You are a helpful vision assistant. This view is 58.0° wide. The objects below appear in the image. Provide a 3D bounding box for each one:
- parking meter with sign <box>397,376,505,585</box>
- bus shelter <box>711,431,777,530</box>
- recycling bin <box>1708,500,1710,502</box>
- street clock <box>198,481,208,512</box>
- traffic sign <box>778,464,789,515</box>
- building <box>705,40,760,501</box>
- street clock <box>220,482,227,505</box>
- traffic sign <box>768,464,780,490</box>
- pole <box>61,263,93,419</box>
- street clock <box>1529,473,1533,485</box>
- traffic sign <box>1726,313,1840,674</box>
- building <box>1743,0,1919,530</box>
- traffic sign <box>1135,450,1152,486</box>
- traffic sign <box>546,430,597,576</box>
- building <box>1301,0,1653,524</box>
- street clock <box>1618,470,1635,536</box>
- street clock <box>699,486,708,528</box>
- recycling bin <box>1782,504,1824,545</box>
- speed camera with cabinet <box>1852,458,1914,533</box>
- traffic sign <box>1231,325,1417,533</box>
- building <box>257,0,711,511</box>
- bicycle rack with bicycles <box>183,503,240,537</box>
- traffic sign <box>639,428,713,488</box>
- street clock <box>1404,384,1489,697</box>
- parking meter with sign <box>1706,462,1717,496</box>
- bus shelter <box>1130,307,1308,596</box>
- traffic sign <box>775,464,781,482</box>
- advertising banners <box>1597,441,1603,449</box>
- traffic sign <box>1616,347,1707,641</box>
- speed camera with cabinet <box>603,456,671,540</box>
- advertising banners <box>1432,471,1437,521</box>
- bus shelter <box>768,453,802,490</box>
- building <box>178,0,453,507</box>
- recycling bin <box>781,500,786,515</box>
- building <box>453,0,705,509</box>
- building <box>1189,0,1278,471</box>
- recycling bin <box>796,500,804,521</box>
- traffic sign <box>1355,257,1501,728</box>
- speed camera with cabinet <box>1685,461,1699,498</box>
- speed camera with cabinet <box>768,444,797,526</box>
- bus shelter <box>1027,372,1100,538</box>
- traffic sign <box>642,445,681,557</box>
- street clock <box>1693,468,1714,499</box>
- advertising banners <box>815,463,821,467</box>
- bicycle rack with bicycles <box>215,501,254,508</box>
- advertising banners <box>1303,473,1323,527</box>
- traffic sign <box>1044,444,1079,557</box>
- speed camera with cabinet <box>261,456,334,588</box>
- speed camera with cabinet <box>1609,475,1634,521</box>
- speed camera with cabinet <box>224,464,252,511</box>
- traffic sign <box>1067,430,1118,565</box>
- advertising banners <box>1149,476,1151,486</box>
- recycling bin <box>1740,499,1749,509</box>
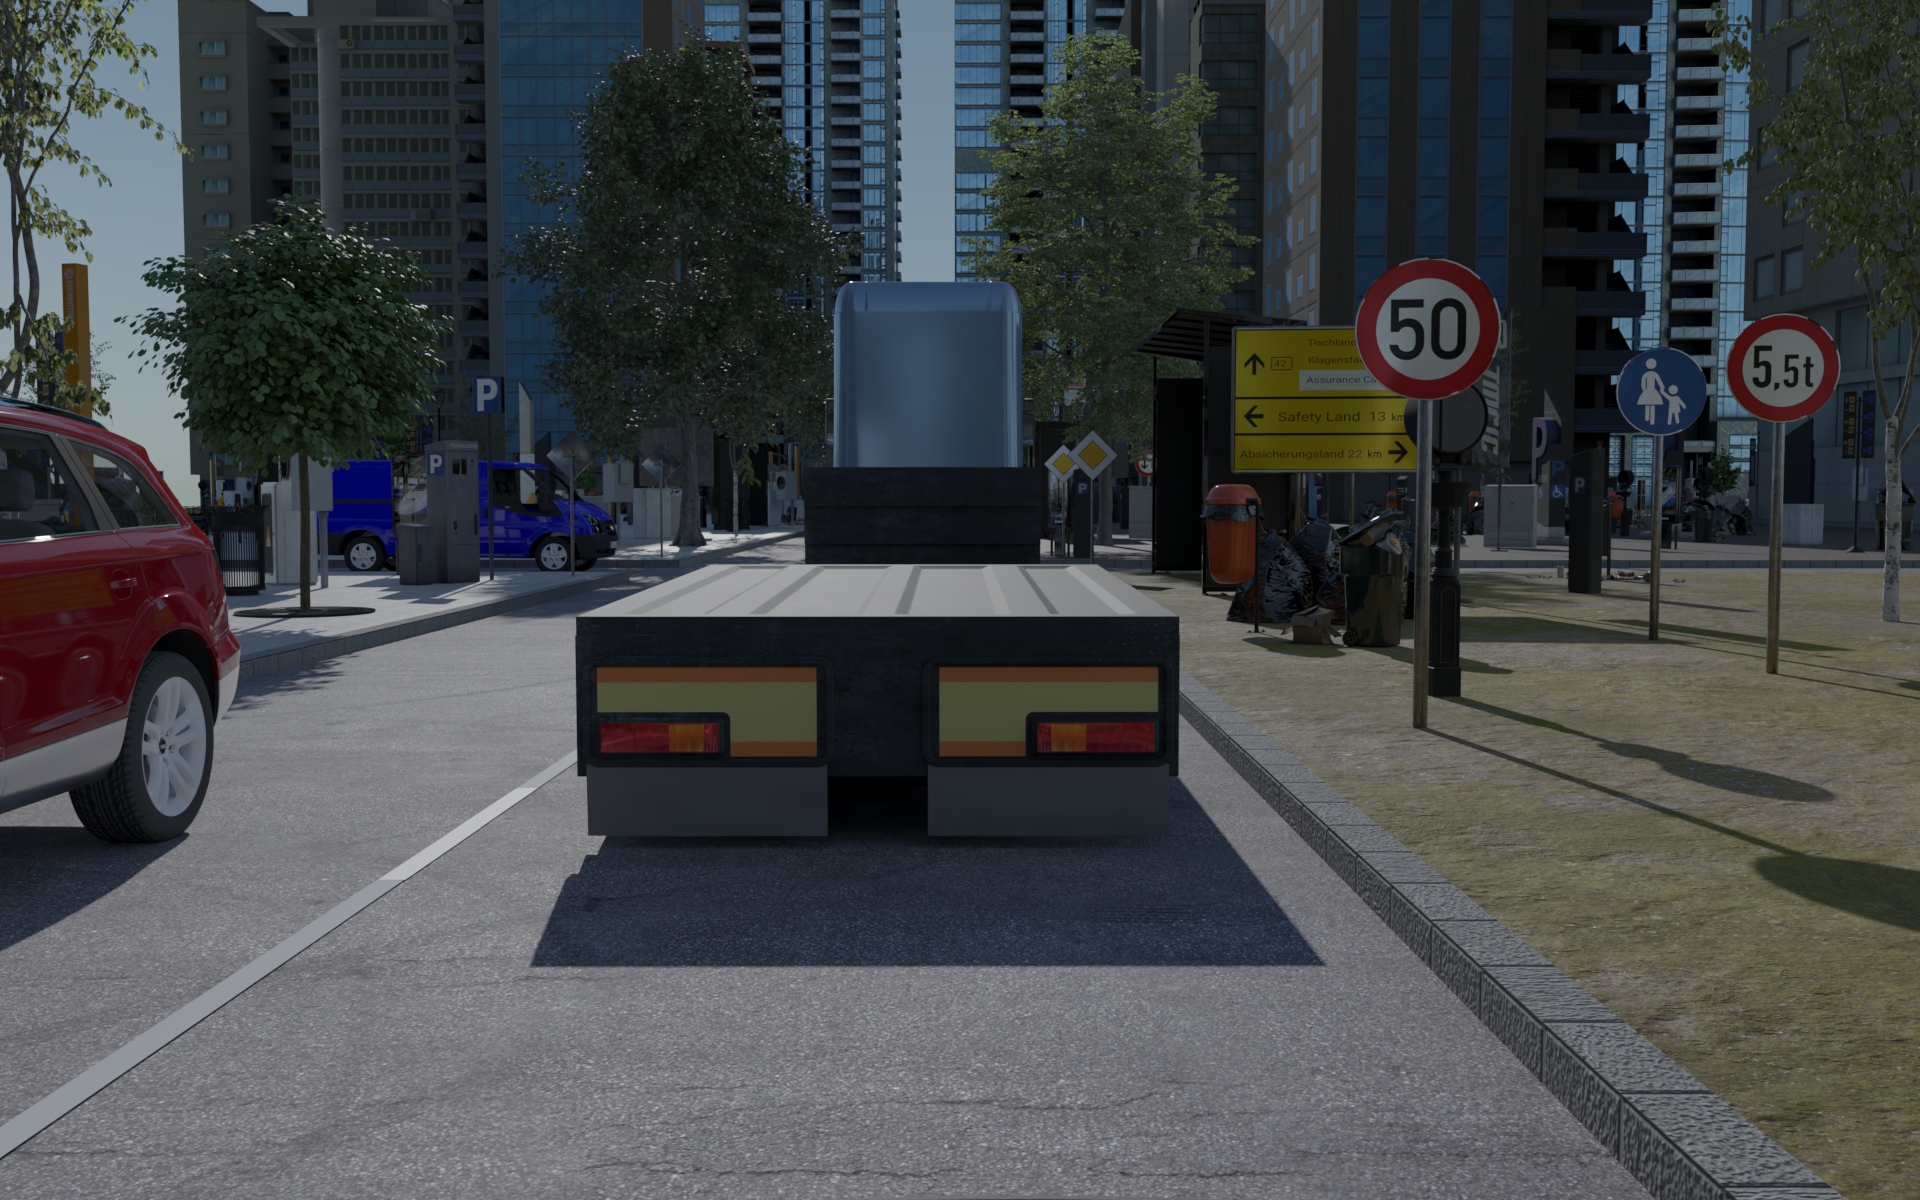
[{"bbox_3d":[-7.361,-1.760,25.034,0.543,3.016,1.738,2,4,27],"label":"parking meter with sign"},{"bbox_3d":[-7.972,-4.469,64.345,1.731,3.624,6.357,0,3,0],"label":"bus shelter"},{"bbox_3d":[30.977,-3.644,72.133,0.722,1.027,0.722,0,4,-6],"label":"recycling bin"},{"bbox_3d":[-41.160,-5.482,94.202,0.471,2.002,0.358,0,4,-5],"label":"street clock"},{"bbox_3d":[-7.597,-4.535,74.249,0.768,2.556,0.104,0,4,6],"label":"traffic sign"},{"bbox_3d":[-32.479,-31.145,163.837,28.867,44.769,22.147,0,4,0],"label":"building"},{"bbox_3d":[-42.785,-5.877,100.659,0.471,2.002,0.358,3,5,44],"label":"street clock"},{"bbox_3d":[-7.971,-4.475,73.279,0.768,2.556,0.104,0,4,7],"label":"traffic sign"},{"bbox_3d":[-7.844,-1.321,15.445,0.158,3.312,0.155,0,3,0],"label":"pole"},{"bbox_3d":[19.775,-3.379,59.815,0.358,2.002,0.471,1,4,23],"label":"street clock"},{"bbox_3d":[5.812,-0.747,12.318,0.768,2.556,0.104,0,4,7],"label":"traffic sign"},{"bbox_3d":[46.300,-28.755,59.386,27.495,52.752,28.713,0,4,0],"label":"building"},{"bbox_3d":[5.442,-3.059,50.121,0.768,2.556,0.104,0,4,3],"label":"traffic sign"},{"bbox_3d":[-6.074,-1.437,27.131,0.795,2.450,0.064,0,4,0],"label":"traffic sign"},{"bbox_3d":[22.305,-26.319,80.422,14.600,45.320,14.200,0,4,0],"label":"building"},{"bbox_3d":[20.205,-2.937,52.590,0.358,2.002,0.471,-1,4,-23],"label":"street clock"},{"bbox_3d":[-9.766,-3.751,65.906,0.471,2.002,0.358,3,5,44],"label":"street clock"},{"bbox_3d":[21.301,-1.912,43.820,0.722,1.027,0.722,-1,4,-12],"label":"recycling bin"},{"bbox_3d":[30.439,-3.840,57.116,0.660,3.252,2.038,-1,4,-16],"label":"speed camera with cabinet"},{"bbox_3d":[4.427,-1.659,20.992,2.265,3.308,0.079,0,4,6],"label":"traffic sign"},{"bbox_3d":[-34.760,-27.239,137.238,32.217,40.220,23.993,0,4,0],"label":"building"},{"bbox_3d":[-23.642,-2.364,52.026,2.852,0.926,2.925,3,5,43],"label":"bicycle rack with bicycles"},{"bbox_3d":[-8.698,-3.623,53.114,2.265,3.308,0.079,0,4,1],"label":"traffic sign"},{"bbox_3d":[3.069,-0.393,10.989,0.471,2.002,0.358,0,4,-7],"label":"street clock"},{"bbox_3d":[40.327,-5.909,92.865,0.543,3.016,1.738,1,4,21],"label":"parking meter with sign"},{"bbox_3d":[3.588,-2.056,24.894,1.731,3.624,6.357,0,4,0],"label":"bus shelter"},{"bbox_3d":[-7.743,-4.567,74.673,0.884,2.594,0.081,0,4,6],"label":"traffic sign"},{"bbox_3d":[21.053,-3.763,57.713,0.090,3.025,2.074,0,4,4],"label":"advertising banners"},{"bbox_3d":[6.087,-0.918,15.121,0.768,2.556,0.104,0,4,4],"label":"traffic sign"},{"bbox_3d":[-9.213,-3.370,49.431,0.660,3.252,2.038,3,5,40],"label":"speed camera with cabinet"},{"bbox_3d":[17.074,-4.024,61.975,0.090,3.025,2.074,0,4,5],"label":"advertising banners"},{"bbox_3d":[-9.201,-5.694,87.020,2.014,3.302,5.546,0,4,0],"label":"bus shelter"},{"bbox_3d":[-58.456,-33.061,164.245,21.600,48.544,21.300,0,4,0],"label":"building"},{"bbox_3d":[-8.187,-3.983,77.680,0.722,1.027,0.722,-1,4,-13],"label":"recycling bin"},{"bbox_3d":[-25.214,-28.614,117.948,14.600,45.320,14.200,0,4,0],"label":"building"},{"bbox_3d":[20.359,-20.262,102.992,14.160,30.474,14.107,0,4,0],"label":"building"},{"bbox_3d":[-6.525,-3.749,73.851,0.722,1.027,0.722,2,4,30],"label":"recycling bin"},{"bbox_3d":[2.527,-0.571,9.437,0.768,2.556,0.104,1,4,8],"label":"traffic sign"},{"bbox_3d":[42.658,-6.592,102.115,2.038,3.252,0.660,-1,4,-18],"label":"speed camera with cabinet"},{"bbox_3d":[-7.332,-4.565,68.973,0.660,3.252,2.038,-3,5,-43],"label":"speed camera with cabinet"},{"bbox_3d":[3.034,-4.682,54.186,2.179,5.291,8.768,0,3,0],"label":"bus shelter"},{"bbox_3d":[-6.053,-1.925,35.116,0.795,2.450,0.064,0,4,0],"label":"traffic sign"},{"bbox_3d":[20.360,-2.615,47.332,0.358,2.002,0.471,0,4,-1],"label":"street clock"},{"bbox_3d":[-7.335,-6.107,96.043,2.074,3.025,0.090,3,5,44],"label":"advertising banners"},{"bbox_3d":[-38.935,-4.768,91.338,2.925,0.926,2.852,0,4,-3],"label":"bicycle rack with bicycles"},{"bbox_3d":[8.936,-3.010,45.398,0.090,3.025,2.074,-2,4,-27],"label":"advertising banners"},{"bbox_3d":[2.091,-1.922,35.075,0.795,2.450,0.064,0,4,0],"label":"traffic sign"},{"bbox_3d":[-9.285,-1.826,24.187,0.660,3.252,2.038,-2,4,-32],"label":"speed camera with cabinet"},{"bbox_3d":[31.013,-5.352,81.840,0.660,3.252,2.038,-1,4,-14],"label":"speed camera with cabinet"},{"bbox_3d":[-39.207,-6.098,94.040,0.660,3.252,2.038,0,4,6],"label":"speed camera with cabinet"},{"bbox_3d":[2.070,-1.434,27.090,0.795,2.450,0.064,0,4,0],"label":"traffic sign"},{"bbox_3d":[7.490,-4.524,70.155,0.090,3.025,2.074,1,4,22],"label":"advertising banners"},{"bbox_3d":[41.656,-4.881,92.359,0.722,1.027,0.722,3,5,43],"label":"recycling bin"}]
